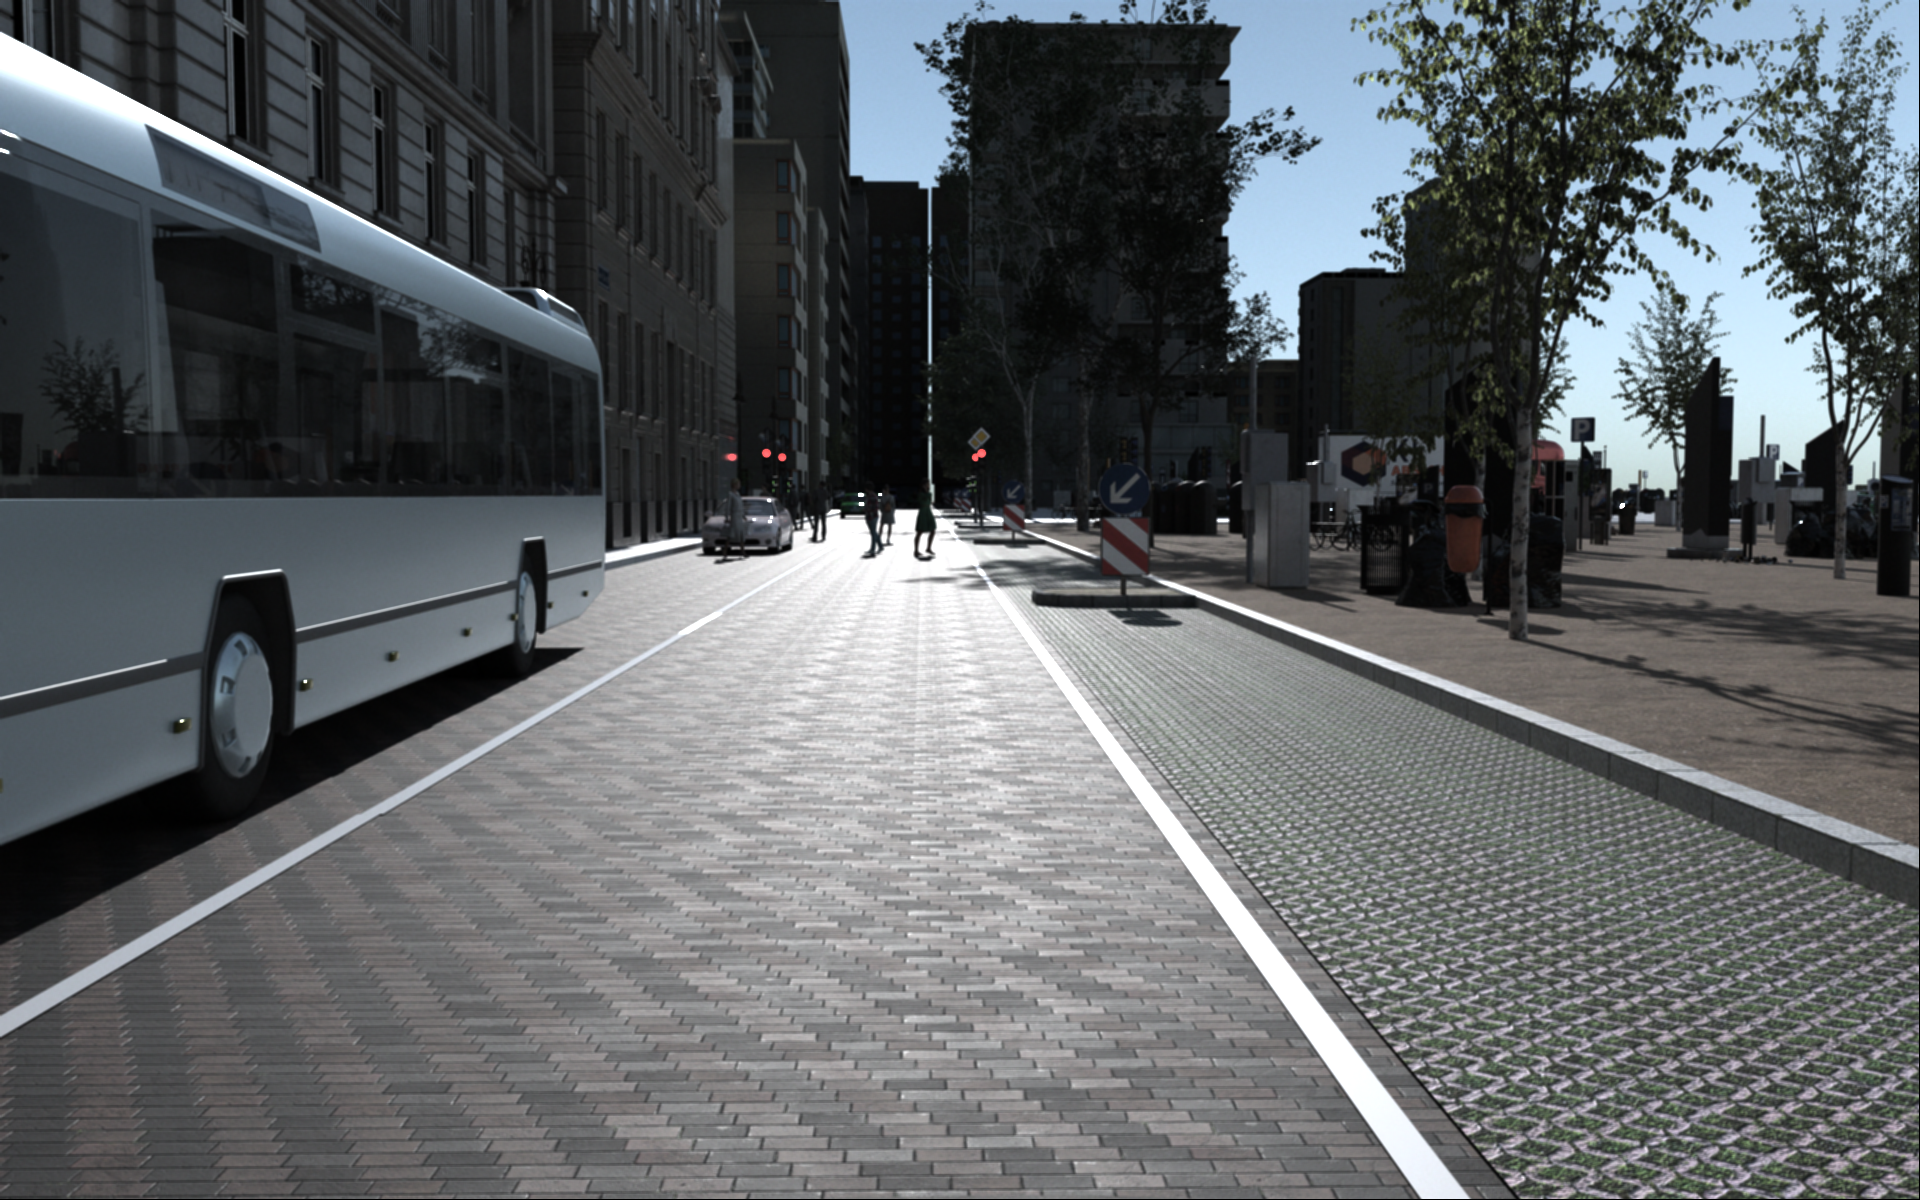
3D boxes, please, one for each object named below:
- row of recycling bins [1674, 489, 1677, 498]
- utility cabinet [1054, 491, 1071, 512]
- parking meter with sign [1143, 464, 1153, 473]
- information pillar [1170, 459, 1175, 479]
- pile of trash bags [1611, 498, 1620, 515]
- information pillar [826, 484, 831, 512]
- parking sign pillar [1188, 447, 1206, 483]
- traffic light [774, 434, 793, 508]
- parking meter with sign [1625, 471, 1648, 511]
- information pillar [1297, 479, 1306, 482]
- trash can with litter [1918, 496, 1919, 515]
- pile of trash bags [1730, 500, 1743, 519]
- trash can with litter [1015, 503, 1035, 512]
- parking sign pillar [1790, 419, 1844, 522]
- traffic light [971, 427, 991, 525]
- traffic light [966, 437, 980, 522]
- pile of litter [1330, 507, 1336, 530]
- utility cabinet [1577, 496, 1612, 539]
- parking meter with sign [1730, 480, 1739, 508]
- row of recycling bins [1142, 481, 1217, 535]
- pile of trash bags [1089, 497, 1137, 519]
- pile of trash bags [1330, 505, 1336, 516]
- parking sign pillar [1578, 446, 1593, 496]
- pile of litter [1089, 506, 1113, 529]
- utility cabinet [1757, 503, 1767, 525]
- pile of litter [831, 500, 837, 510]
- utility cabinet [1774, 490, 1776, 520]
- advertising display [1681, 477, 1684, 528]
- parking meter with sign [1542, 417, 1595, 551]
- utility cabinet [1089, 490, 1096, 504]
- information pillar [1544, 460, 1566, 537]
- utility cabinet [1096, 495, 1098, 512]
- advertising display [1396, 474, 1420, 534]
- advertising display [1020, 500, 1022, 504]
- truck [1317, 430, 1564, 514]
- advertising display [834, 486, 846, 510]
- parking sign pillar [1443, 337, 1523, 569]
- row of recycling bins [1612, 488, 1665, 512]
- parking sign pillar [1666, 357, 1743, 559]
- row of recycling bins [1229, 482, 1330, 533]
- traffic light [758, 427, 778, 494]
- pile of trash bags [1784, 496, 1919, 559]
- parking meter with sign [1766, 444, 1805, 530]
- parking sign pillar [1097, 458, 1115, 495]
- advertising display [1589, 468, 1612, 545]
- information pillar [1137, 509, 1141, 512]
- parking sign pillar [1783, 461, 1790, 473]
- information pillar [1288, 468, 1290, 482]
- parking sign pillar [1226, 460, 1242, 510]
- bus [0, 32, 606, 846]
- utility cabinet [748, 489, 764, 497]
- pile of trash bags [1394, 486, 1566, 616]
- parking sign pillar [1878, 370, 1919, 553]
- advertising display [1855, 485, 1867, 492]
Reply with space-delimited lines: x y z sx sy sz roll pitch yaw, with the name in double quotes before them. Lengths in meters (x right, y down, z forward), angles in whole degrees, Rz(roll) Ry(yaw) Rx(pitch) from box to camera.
"row of recycling bins" 64.624 -8.918 152.927 3.534 1.692 1.069 1 4 13
"utility cabinet" 7.109 -6.841 120.525 1.173 1.500 0.318 0 4 5
"parking meter with sign" 10.797 -6.341 99.934 0.543 3.016 1.738 0 4 2
"information pillar" 14.227 -7.592 115.481 0.504 3.616 0.183 1 4 13
"pile of trash bags" 38.941 -5.887 106.008 3.447 1.369 1.912 -2 4 -33
"information pillar" -9.432 -7.311 124.023 0.304 2.012 0.304 -1 4 -17
"parking sign pillar" 13.497 -6.781 99.335 1.447 3.967 1.447 -1 4 -16
"traffic light" -8.196 -5.589 80.306 0.839 4.253 0.868 0 4 -1
"parking meter with sign" 50.904 -8.224 130.729 0.543 3.016 1.738 -3 5 -41
"information pillar" 16.759 -4.925 85.021 0.304 2.012 0.304 -2 4 -34
"trash can with litter" 63.315 -6.280 113.736 1.678 1.210 2.233 -1 4 -15
"pile of trash bags" 40.475 -4.831 88.734 1.912 1.369 3.447 -2 4 -33
"trash can with litter" 4.355 -7.027 125.942 2.233 1.210 1.678 0 4 2
"parking sign pillar" 31.164 -4.535 62.620 1.447 3.967 1.447 0 4 2
"traffic light" 0.879 -5.113 72.522 0.839 4.253 0.868 0 4 -1
"traffic light" 0.713 -5.602 80.506 0.839 4.253 0.868 0 4 -1
"pile of litter" 13.143 -2.838 60.367 1.719 0.858 1.176 2 4 28
"utility cabinet" 18.312 -2.384 50.139 0.306 1.237 1.020 -3 5 -43
"parking meter with sign" 42.200 -6.021 94.704 1.738 3.016 0.543 2 4 33
"row of recycling bins" 7.133 -3.011 56.347 1.069 1.692 3.534 -2 4 -29
"pile of trash bags" 7.730 -4.904 89.927 3.447 1.369 1.912 1 4 12
"pile of trash bags" 19.525 -4.892 89.739 1.912 1.369 3.447 -3 4 -37
"parking sign pillar" 34.919 -6.607 96.489 1.447 3.967 1.447 0 4 -6
"pile of litter" 5.462 -3.095 64.563 1.719 0.858 1.176 1 4 22
"utility cabinet" 33.459 -3.776 72.905 0.306 1.237 1.020 -2 4 -23
"pile of litter" -10.685 -7.952 143.984 1.176 0.858 1.719 2 4 32
"utility cabinet" 40.515 -4.731 86.038 1.173 1.500 0.318 2 4 30
"advertising display" 27.631 -3.671 65.231 0.974 1.923 0.123 1 4 21
"parking meter with sign" 13.569 -2.619 39.082 1.738 3.016 0.543 -3 4 -39
"utility cabinet" 7.831 -6.010 106.947 1.173 1.500 0.318 3 4 39
"information pillar" 12.722 -1.991 37.047 0.304 2.012 0.304 -1 4 -19
"utility cabinet" 9.544 -6.720 121.033 1.020 1.237 0.306 -2 4 -35
"advertising display" 14.353 -3.048 55.046 0.974 1.923 0.123 0 4 5
"advertising display" 4.970 -8.338 141.542 0.123 1.923 0.974 0 4 -3
"truck" 21.830 -5.415 77.453 11.283 4.237 2.839 0 4 1
"advertising display" -9.859 -8.362 141.940 0.974 1.923 0.123 0 4 3
"parking sign pillar" 9.140 -2.553 30.218 1.447 3.967 1.447 3 5 40
"row of recycling bins" 48.354 -7.121 123.547 3.534 1.692 1.069 1 4 11
"parking sign pillar" 15.013 -2.833 34.785 1.447 3.967 1.447 0 4 1
"row of recycling bins" 10.648 -3.079 57.448 3.534 1.692 1.069 -1 4 -16
"traffic light" -8.030 -5.101 72.322 0.839 4.253 0.868 0 4 -1
"pile of trash bags" 18.702 -1.546 35.032 3.447 1.369 1.912 0 4 1
"parking meter with sign" 28.925 -3.911 60.208 0.543 3.016 1.738 -2 4 -25
"parking sign pillar" 10.701 -8.476 127.056 1.447 3.967 1.447 0 4 -7
"advertising display" 16.203 -2.363 43.853 0.123 1.923 0.974 0 4 -5
"information pillar" 12.763 -7.288 123.658 0.304 2.012 0.304 1 4 17
"parking sign pillar" 67.573 -9.322 140.893 1.447 3.967 1.447 3 4 39
"information pillar" 26.994 -9.244 142.501 0.183 3.616 0.504 -1 4 -22
"parking sign pillar" 20.047 -8.396 125.743 1.447 3.967 1.447 1 4 22
"bus" -4.489 -0.945 10.318 2.948 3.499 13.247 0 4 -2
"utility cabinet" -9.477 -4.388 80.424 0.318 1.500 1.173 1 4 19
"pile of trash bags" 5.889 -0.611 19.742 1.912 1.369 3.447 1 4 21
"parking sign pillar" 20.872 -3.058 38.464 1.447 3.967 1.447 1 4 11
"advertising display" 63.455 -7.132 121.819 0.974 1.923 0.123 0 4 -2
